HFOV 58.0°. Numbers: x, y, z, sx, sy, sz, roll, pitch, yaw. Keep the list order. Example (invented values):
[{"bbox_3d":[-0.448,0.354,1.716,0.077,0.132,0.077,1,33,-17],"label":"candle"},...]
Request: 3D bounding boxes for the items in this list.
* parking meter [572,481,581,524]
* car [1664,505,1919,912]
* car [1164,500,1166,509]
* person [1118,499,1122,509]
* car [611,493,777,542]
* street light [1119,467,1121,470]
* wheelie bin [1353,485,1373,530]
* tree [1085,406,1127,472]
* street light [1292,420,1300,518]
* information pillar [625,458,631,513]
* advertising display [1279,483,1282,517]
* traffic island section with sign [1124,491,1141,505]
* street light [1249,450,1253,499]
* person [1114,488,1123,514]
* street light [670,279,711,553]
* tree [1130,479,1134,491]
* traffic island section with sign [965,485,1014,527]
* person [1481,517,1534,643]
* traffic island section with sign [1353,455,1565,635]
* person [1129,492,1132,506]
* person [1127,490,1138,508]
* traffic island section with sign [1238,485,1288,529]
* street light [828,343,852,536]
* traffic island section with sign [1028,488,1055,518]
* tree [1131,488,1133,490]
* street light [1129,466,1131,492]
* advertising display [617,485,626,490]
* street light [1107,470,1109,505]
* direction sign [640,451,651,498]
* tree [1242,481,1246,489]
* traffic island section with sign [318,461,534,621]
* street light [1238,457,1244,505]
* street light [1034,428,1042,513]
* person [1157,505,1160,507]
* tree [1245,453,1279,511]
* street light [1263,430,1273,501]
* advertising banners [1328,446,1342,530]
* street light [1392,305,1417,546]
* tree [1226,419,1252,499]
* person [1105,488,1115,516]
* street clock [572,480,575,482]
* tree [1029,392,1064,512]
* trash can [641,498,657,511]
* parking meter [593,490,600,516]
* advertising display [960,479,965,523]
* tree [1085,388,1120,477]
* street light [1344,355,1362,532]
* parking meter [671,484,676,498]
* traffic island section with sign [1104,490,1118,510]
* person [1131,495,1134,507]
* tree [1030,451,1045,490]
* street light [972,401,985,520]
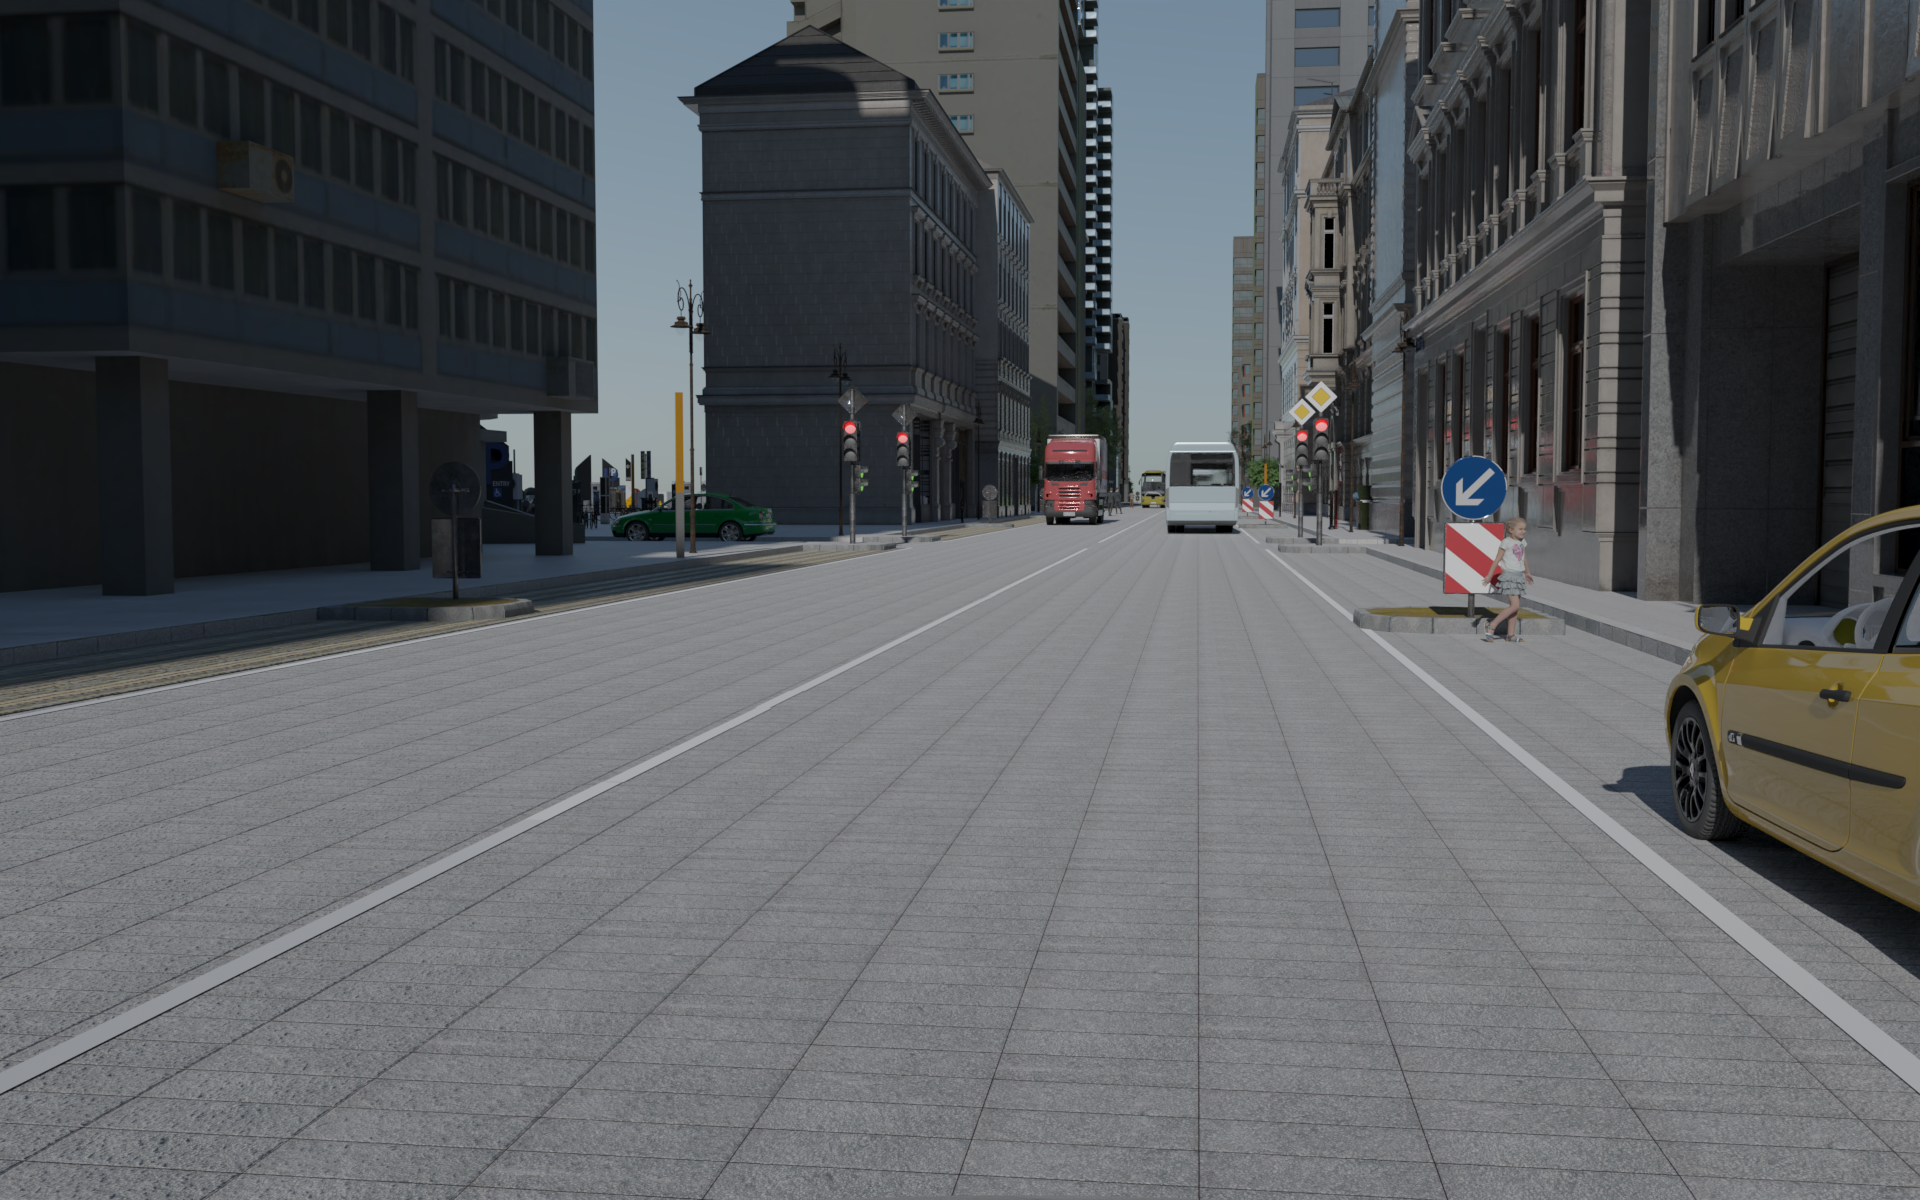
[{"bbox_3d":[-16.554,-4.223,74.752,0.255,1.863,0.399,1,4,19],"label":"parking meter"},{"bbox_3d":[3.745,0.261,5.949,2.015,1.641,3.980,0,4,6],"label":"car"},{"bbox_3d":[14.739,-6.408,116.770,2.014,1.417,4.499,0,4,7],"label":"car"},{"bbox_3d":[15.466,-9.566,168.169,0.557,1.426,1.065,3,4,36],"label":"person"},{"bbox_3d":[-7.647,-2.495,49.592,4.718,1.807,1.959,1,4,8],"label":"car"},{"bbox_3d":[22.643,-16.658,245.150,0.468,5.910,1.993,0,4,8],"label":"street light"},{"bbox_3d":[14.481,-3.303,61.908,0.980,1.594,0.693,0,4,-1],"label":"wheelie bin"},{"bbox_3d":[16.061,-16.982,203.405,9.928,11.665,9.643,0,3,0],"label":"tree"},{"bbox_3d":[17.632,-7.231,91.013,0.468,5.910,1.993,0,4,8],"label":"street light"},{"bbox_3d":[-21.337,-7.363,111.747,0.504,3.616,0.183,0,4,1],"label":"information pillar"},{"bbox_3d":[18.002,-5.634,97.333,0.123,1.923,0.974,1,4,12],"label":"advertising display"},{"bbox_3d":[23.087,-13.746,233.368,1.989,1.847,2.006,0,4,8],"label":"traffic island section with sign"},{"bbox_3d":[27.930,-11.842,166.401,0.468,5.910,1.993,0,4,8],"label":"street light"},{"bbox_3d":[11.392,-7.154,124.837,0.648,1.900,0.474,2,4,27],"label":"person"},{"bbox_3d":[-5.799,-3.954,37.444,0.468,5.910,1.993,0,4,8],"label":"street light"},{"bbox_3d":[26.745,-18.275,282.505,4.285,4.588,4.351,0,3,0],"label":"tree"},{"bbox_3d":[1.302,-4.042,74.719,1.989,1.847,2.006,0,4,8],"label":"traffic island section with sign"},{"bbox_3d":[5.331,-0.199,16.772,0.505,1.210,0.382,-3,4,-38],"label":"person"},{"bbox_3d":[5.295,-0.612,18.636,1.989,1.847,2.006,0,4,8],"label":"traffic island section with sign"},{"bbox_3d":[20.659,-12.182,208.397,0.721,1.735,1.217,-2,4,-26],"label":"person"},{"bbox_3d":[17.939,-10.529,180.654,1.348,1.824,0.705,2,4,34],"label":"person"},{"bbox_3d":[12.712,-3.921,72.738,1.989,1.847,2.006,0,4,8],"label":"traffic island section with sign"},{"bbox_3d":[-3.660,-4.913,53.119,0.468,5.910,1.993,0,4,8],"label":"street light"},{"bbox_3d":[5.061,-5.720,102.141,1.989,1.847,2.006,0,4,8],"label":"traffic island section with sign"},{"bbox_3d":[27.876,-17.839,286.272,1.663,3.219,1.824,0,3,0],"label":"tree"},{"bbox_3d":[27.292,-18.710,278.691,0.468,5.910,1.993,0,4,8],"label":"street light"},{"bbox_3d":[-24.465,-7.393,126.085,0.974,1.923,0.123,0,4,5],"label":"advertising display"},{"bbox_3d":[18.152,-14.631,212.011,0.468,5.910,1.993,0,4,8],"label":"street light"},{"bbox_3d":[-16.455,-6.041,90.770,0.876,3.537,0.379,3,5,44],"label":"direction sign"},{"bbox_3d":[35.844,-13.475,214.909,1.663,3.219,1.824,0,3,0],"label":"tree"},{"bbox_3d":[-6.146,-0.717,20.357,1.989,1.847,2.006,0,4,8],"label":"traffic island section with sign"},{"bbox_3d":[32.580,-13.921,200.390,0.468,5.910,1.993,0,4,8],"label":"street light"},{"bbox_3d":[5.434,-8.973,119.497,0.468,5.910,1.993,0,4,8],"label":"street light"},{"bbox_3d":[22.618,-11.495,197.153,1.217,1.736,0.721,0,4,-8],"label":"person"},{"bbox_3d":[23.887,-9.269,135.262,4.285,4.588,4.351,0,3,0],"label":"tree"},{"bbox_3d":[22.279,-9.300,124.837,0.468,5.910,1.993,0,4,8],"label":"street light"},{"bbox_3d":[13.669,-4.085,62.973,0.090,3.025,2.074,2,4,24],"label":"advertising banners"},{"bbox_3d":[10.856,-4.259,42.422,0.468,5.910,1.993,0,4,8],"label":"street light"},{"bbox_3d":[34.550,-16.808,209.226,7.601,10.594,8.767,1,4,8],"label":"tree"},{"bbox_3d":[9.800,-6.394,112.817,0.659,1.850,0.755,1,4,12],"label":"person"},{"bbox_3d":[-23.949,-6.341,108.242,0.471,2.002,0.358,-1,4,-12],"label":"street clock"},{"bbox_3d":[5.525,-10.698,125.268,4.737,8.622,4.395,0,3,0],"label":"tree"},{"bbox_3d":[-12.779,-3.640,71.161,0.748,1.137,0.748,0,3,0],"label":"trash can"},{"bbox_3d":[-21.474,-5.742,102.286,0.372,1.533,0.369,0,3,0],"label":"parking meter"},{"bbox_3d":[0.101,-4.366,76.597,0.123,1.923,0.974,0,4,-5],"label":"advertising display"},{"bbox_3d":[13.087,-16.244,183.714,7.486,12.596,7.792,0,3,0],"label":"tree"},{"bbox_3d":[13.103,-5.202,57.848,0.468,5.910,1.993,0,4,8],"label":"street light"},{"bbox_3d":[-16.250,-5.696,98.840,0.399,1.863,0.255,0,4,-3],"label":"parking meter"},{"bbox_3d":[15.527,-10.379,178.322,1.989,1.847,2.006,0,4,8],"label":"traffic island section with sign"},{"bbox_3d":[19.963,-11.649,199.749,0.721,1.735,1.217,0,4,-4],"label":"person"},{"bbox_3d":[4.136,-8.012,114.711,4.285,4.588,4.351,0,3,0],"label":"tree"},{"bbox_3d":[0.934,-6.939,86.245,0.468,5.910,1.993,0,4,8],"label":"street light"}]
